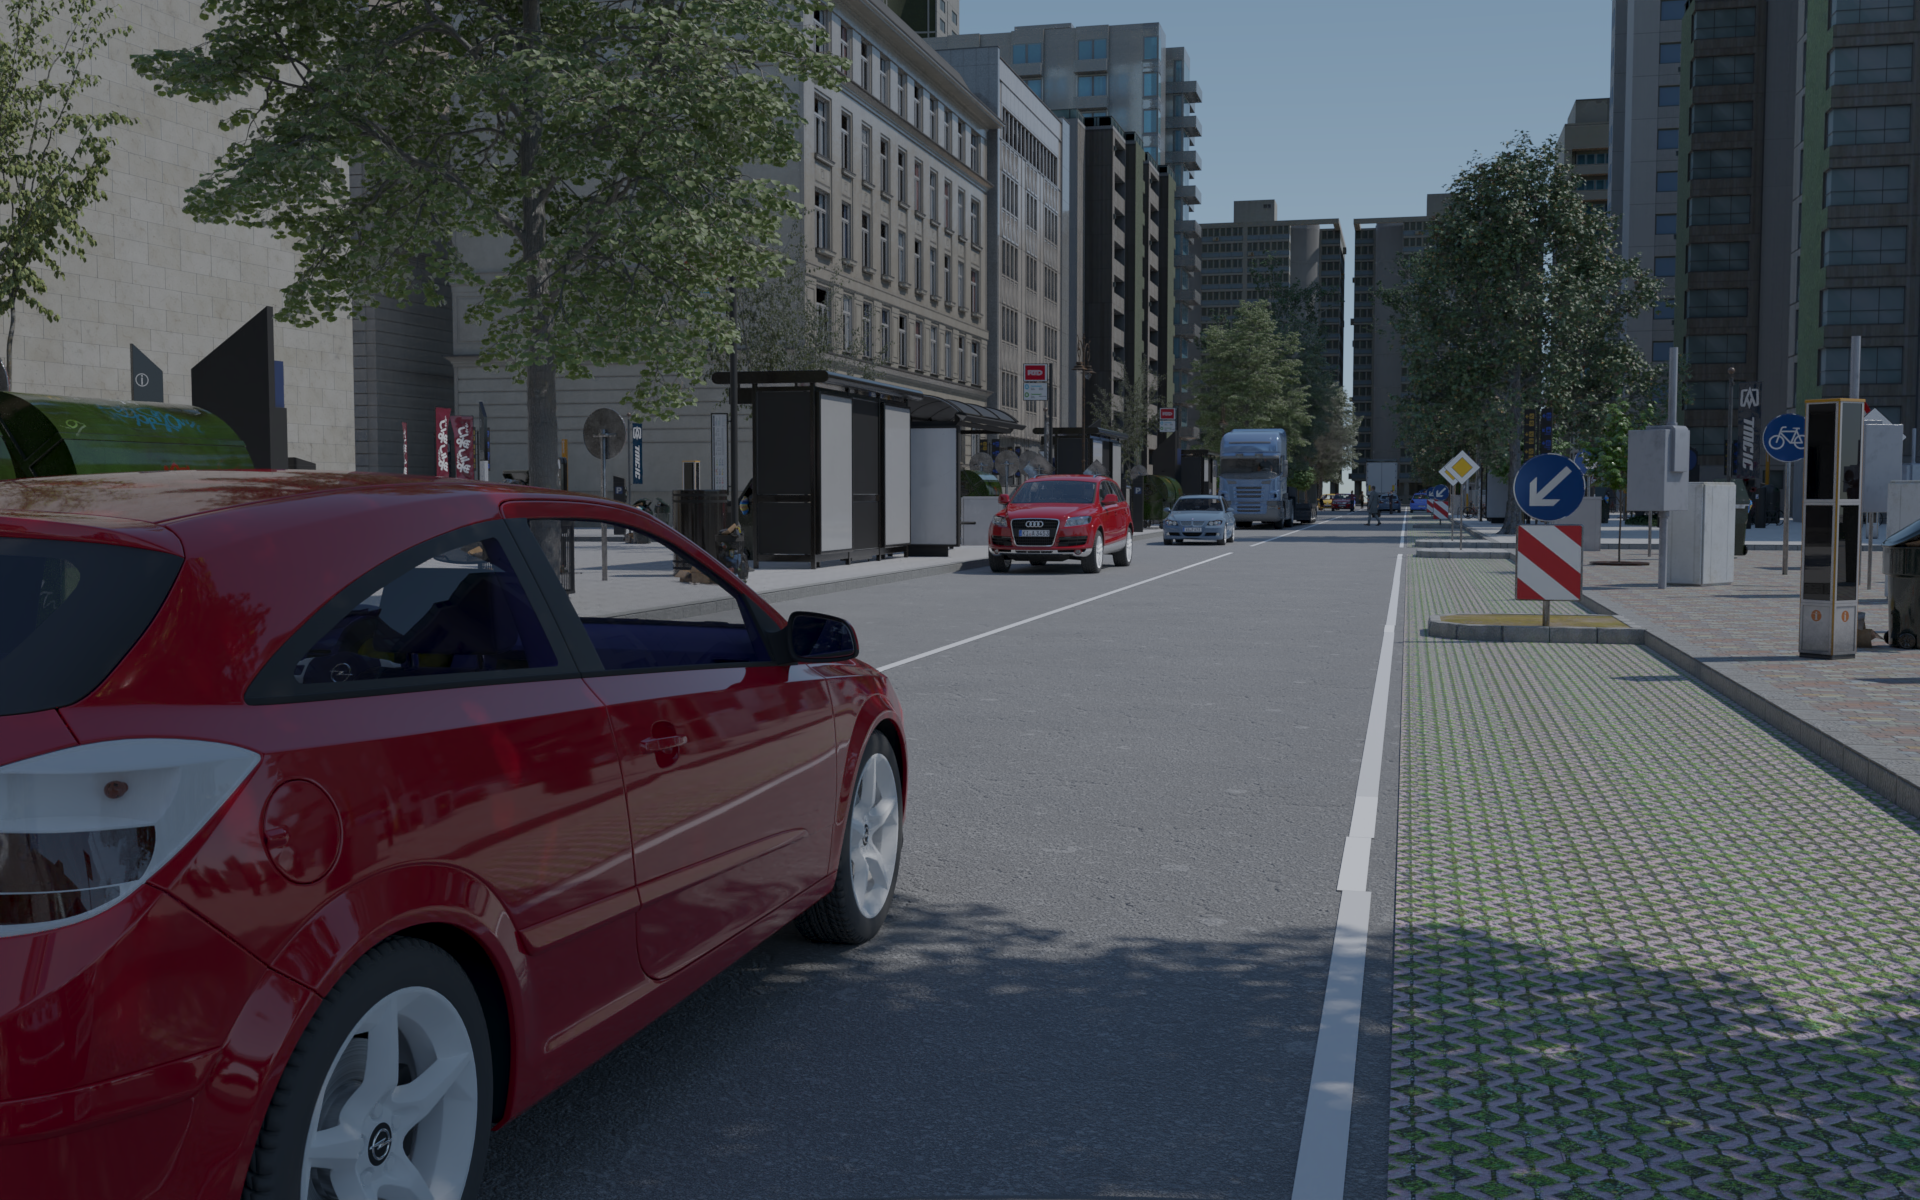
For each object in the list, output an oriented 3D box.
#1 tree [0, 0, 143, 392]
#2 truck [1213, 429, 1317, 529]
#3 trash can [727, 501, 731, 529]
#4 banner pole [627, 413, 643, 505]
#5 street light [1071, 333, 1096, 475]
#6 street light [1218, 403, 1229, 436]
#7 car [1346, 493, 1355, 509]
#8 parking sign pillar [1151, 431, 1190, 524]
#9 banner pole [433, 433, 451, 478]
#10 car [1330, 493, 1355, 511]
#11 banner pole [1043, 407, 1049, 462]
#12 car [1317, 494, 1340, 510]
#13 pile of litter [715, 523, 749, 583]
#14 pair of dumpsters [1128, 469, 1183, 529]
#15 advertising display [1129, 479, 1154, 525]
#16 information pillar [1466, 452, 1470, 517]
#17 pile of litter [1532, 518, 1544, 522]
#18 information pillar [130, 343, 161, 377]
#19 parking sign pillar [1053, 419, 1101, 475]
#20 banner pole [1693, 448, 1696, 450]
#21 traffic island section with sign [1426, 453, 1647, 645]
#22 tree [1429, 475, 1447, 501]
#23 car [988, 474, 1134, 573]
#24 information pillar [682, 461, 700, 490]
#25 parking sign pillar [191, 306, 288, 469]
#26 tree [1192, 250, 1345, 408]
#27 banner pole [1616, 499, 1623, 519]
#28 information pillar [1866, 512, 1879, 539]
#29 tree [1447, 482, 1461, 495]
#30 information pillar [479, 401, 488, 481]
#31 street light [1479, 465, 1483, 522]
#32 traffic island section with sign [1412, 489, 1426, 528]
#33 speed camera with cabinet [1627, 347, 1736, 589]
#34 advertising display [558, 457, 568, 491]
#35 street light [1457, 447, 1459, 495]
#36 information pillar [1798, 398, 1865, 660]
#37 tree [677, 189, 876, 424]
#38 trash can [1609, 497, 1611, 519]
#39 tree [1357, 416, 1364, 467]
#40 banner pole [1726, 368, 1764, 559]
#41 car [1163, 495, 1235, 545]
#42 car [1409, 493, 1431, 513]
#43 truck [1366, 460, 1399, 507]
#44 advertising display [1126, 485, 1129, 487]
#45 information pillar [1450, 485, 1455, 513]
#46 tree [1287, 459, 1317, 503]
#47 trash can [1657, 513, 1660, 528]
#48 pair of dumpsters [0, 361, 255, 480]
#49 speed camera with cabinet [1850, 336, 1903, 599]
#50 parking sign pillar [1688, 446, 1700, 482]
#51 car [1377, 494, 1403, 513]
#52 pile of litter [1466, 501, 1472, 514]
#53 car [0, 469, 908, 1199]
[{"bbox_3d":[-12.693,-4.400,22.309,4.737,8.622,4.395,0,3,0],"label":"tree"},{"bbox_3d":[13.927,-5.349,77.214,2.967,4.110,18.799,1,4,16],"label":"truck"},{"bbox_3d":[-5.128,-1.540,36.830,0.748,1.137,0.748,0,3,0],"label":"trash can"},{"bbox_3d":[-10.071,-3.887,53.566,0.401,3.779,0.863,2,4,29],"label":"banner pole"},{"bbox_3d":[3.560,-4.721,49.981,0.468,5.910,1.993,1,4,14],"label":"street light"},{"bbox_3d":[13.356,-7.044,87.961,0.468,5.910,1.993,1,4,14],"label":"street light"},{"bbox_3d":[36.621,-9.484,164.651,1.945,1.707,3.694,1,4,16],"label":"car"},{"bbox_3d":[8.863,-5.243,74.202,1.447,3.967,1.447,-3,5,-41],"label":"parking sign pillar"},{"bbox_3d":[-21.144,-4.931,70.633,0.863,3.779,0.401,0,4,-7],"label":"banner pole"},{"bbox_3d":[32.321,-8.396,146.314,2.155,1.783,4.494,1,4,14],"label":"car"},{"bbox_3d":[2.495,-3.663,49.910,0.401,3.779,0.863,0,4,-7],"label":"banner pole"},{"bbox_3d":[32.505,-8.702,152.503,2.015,1.641,3.980,1,4,16],"label":"car"},{"bbox_3d":[-3.592,-0.684,25.146,1.176,0.858,1.719,1,4,12],"label":"pile of litter"},{"bbox_3d":[7.307,-3.812,64.825,1.574,2.255,4.437,1,4,15],"label":"pair of dumpsters"},{"bbox_3d":[7.642,-4.099,72.226,0.974,1.923,0.123,0,4,-8],"label":"advertising display"},{"bbox_3d":[27.954,-6.359,95.324,0.183,3.616,0.504,1,4,23],"label":"information pillar"},{"bbox_3d":[29.113,-4.429,86.379,1.176,0.858,1.719,1,4,15],"label":"pile of litter"},{"bbox_3d":[-12.724,-2.189,27.150,0.183,3.616,0.504,3,5,39],"label":"information pillar"},{"bbox_3d":[4.354,-4.493,61.932,1.447,3.967,1.447,-1,4,-19],"label":"parking sign pillar"},{"bbox_3d":[34.787,-5.657,82.513,0.401,3.779,0.863,-1,4,-13],"label":"banner pole"},{"bbox_3d":[5.773,-0.543,17.500,1.989,1.847,2.006,1,4,14],"label":"traffic island section with sign"},{"bbox_3d":[50.237,-11.955,179.181,4.285,4.588,4.351,0,3,0],"label":"tree"},{"bbox_3d":[2.000,-1.495,33.113,2.281,1.827,5.304,1,4,15],"label":"car"},{"bbox_3d":[-5.948,-2.072,38.371,0.304,2.012,0.304,1,4,12],"label":"information pillar"},{"bbox_3d":[-10.477,-2.247,25.217,1.447,3.967,1.447,1,4,14],"label":"parking sign pillar"},{"bbox_3d":[24.081,-17.206,137.215,12.611,20.169,13.585,0,3,0],"label":"tree"},{"bbox_3d":[34.729,-6.157,90.677,0.863,3.779,0.401,-3,5,-45],"label":"banner pole"},{"bbox_3d":[26.151,-2.759,49.594,0.304,2.012,0.304,2,4,35],"label":"information pillar"},{"bbox_3d":[41.647,-9.141,144.058,1.663,3.219,1.824,0,3,0],"label":"tree"},{"bbox_3d":[-11.955,-3.189,43.491,0.183,3.616,0.504,-2,4,-29],"label":"information pillar"},{"bbox_3d":[24.273,-6.589,80.522,0.468,5.910,1.993,1,4,14],"label":"street light"},{"bbox_3d":[19.959,-3.898,72.354,1.989,1.847,2.006,1,4,14],"label":"traffic island section with sign"},{"bbox_3d":[10.025,-1.816,24.027,2.038,3.252,0.660,-3,5,-40],"label":"speed camera with cabinet"},{"bbox_3d":[-7.185,-1.552,30.586,0.123,1.923,0.974,-3,4,-37],"label":"advertising display"},{"bbox_3d":[34.080,-8.913,118.510,0.468,5.910,1.993,1,4,14],"label":"street light"},{"bbox_3d":[6.791,-0.551,13.503,0.304,2.012,0.304,-2,4,-28],"label":"information pillar"},{"bbox_3d":[-4.755,-5.585,41.676,4.360,8.622,3.978,0,3,0],"label":"tree"},{"bbox_3d":[31.657,-4.501,85.248,0.748,1.137,0.748,0,3,0],"label":"trash can"},{"bbox_3d":[39.659,-17.347,190.272,9.857,13.997,8.962,0,3,0],"label":"tree"},{"bbox_3d":[15.400,-2.701,34.184,0.401,3.779,0.863,-3,4,-37],"label":"banner pole"},{"bbox_3d":[6.945,-2.327,50.054,2.014,1.417,4.499,1,4,14],"label":"car"},{"bbox_3d":[35.004,-7.445,131.319,1.945,1.707,3.694,1,4,15],"label":"car"},{"bbox_3d":[35.688,-9.637,146.483,2.839,4.237,11.283,1,4,14],"label":"truck"},{"bbox_3d":[11.841,-7.274,124.136,0.974,1.923,0.123,2,4,28],"label":"advertising display"},{"bbox_3d":[33.020,-6.824,116.058,0.304,2.012,0.304,1,4,20],"label":"information pillar"},{"bbox_3d":[31.252,-10.742,159.352,4.285,4.588,4.351,0,3,0],"label":"tree"},{"bbox_3d":[25.636,-3.132,62.855,0.748,1.137,0.748,0,3,0],"label":"trash can"},{"bbox_3d":[-6.689,-0.551,11.510,1.574,2.255,4.437,1,4,14],"label":"pair of dumpsters"},{"bbox_3d":[11.535,-1.639,21.138,0.660,3.252,2.038,-1,4,-12],"label":"speed camera with cabinet"},{"bbox_3d":[30.826,-5.226,73.915,1.447,3.967,1.447,0,4,4],"label":"parking sign pillar"},{"bbox_3d":[33.029,-7.415,133.240,2.014,1.417,4.499,1,4,15],"label":"car"},{"bbox_3d":[35.201,-6.287,116.760,1.719,0.858,1.176,-3,5,-39],"label":"pile of litter"},{"bbox_3d":[-1.437,0.278,4.496,2.155,1.783,4.494,1,4,14],"label":"car"}]
